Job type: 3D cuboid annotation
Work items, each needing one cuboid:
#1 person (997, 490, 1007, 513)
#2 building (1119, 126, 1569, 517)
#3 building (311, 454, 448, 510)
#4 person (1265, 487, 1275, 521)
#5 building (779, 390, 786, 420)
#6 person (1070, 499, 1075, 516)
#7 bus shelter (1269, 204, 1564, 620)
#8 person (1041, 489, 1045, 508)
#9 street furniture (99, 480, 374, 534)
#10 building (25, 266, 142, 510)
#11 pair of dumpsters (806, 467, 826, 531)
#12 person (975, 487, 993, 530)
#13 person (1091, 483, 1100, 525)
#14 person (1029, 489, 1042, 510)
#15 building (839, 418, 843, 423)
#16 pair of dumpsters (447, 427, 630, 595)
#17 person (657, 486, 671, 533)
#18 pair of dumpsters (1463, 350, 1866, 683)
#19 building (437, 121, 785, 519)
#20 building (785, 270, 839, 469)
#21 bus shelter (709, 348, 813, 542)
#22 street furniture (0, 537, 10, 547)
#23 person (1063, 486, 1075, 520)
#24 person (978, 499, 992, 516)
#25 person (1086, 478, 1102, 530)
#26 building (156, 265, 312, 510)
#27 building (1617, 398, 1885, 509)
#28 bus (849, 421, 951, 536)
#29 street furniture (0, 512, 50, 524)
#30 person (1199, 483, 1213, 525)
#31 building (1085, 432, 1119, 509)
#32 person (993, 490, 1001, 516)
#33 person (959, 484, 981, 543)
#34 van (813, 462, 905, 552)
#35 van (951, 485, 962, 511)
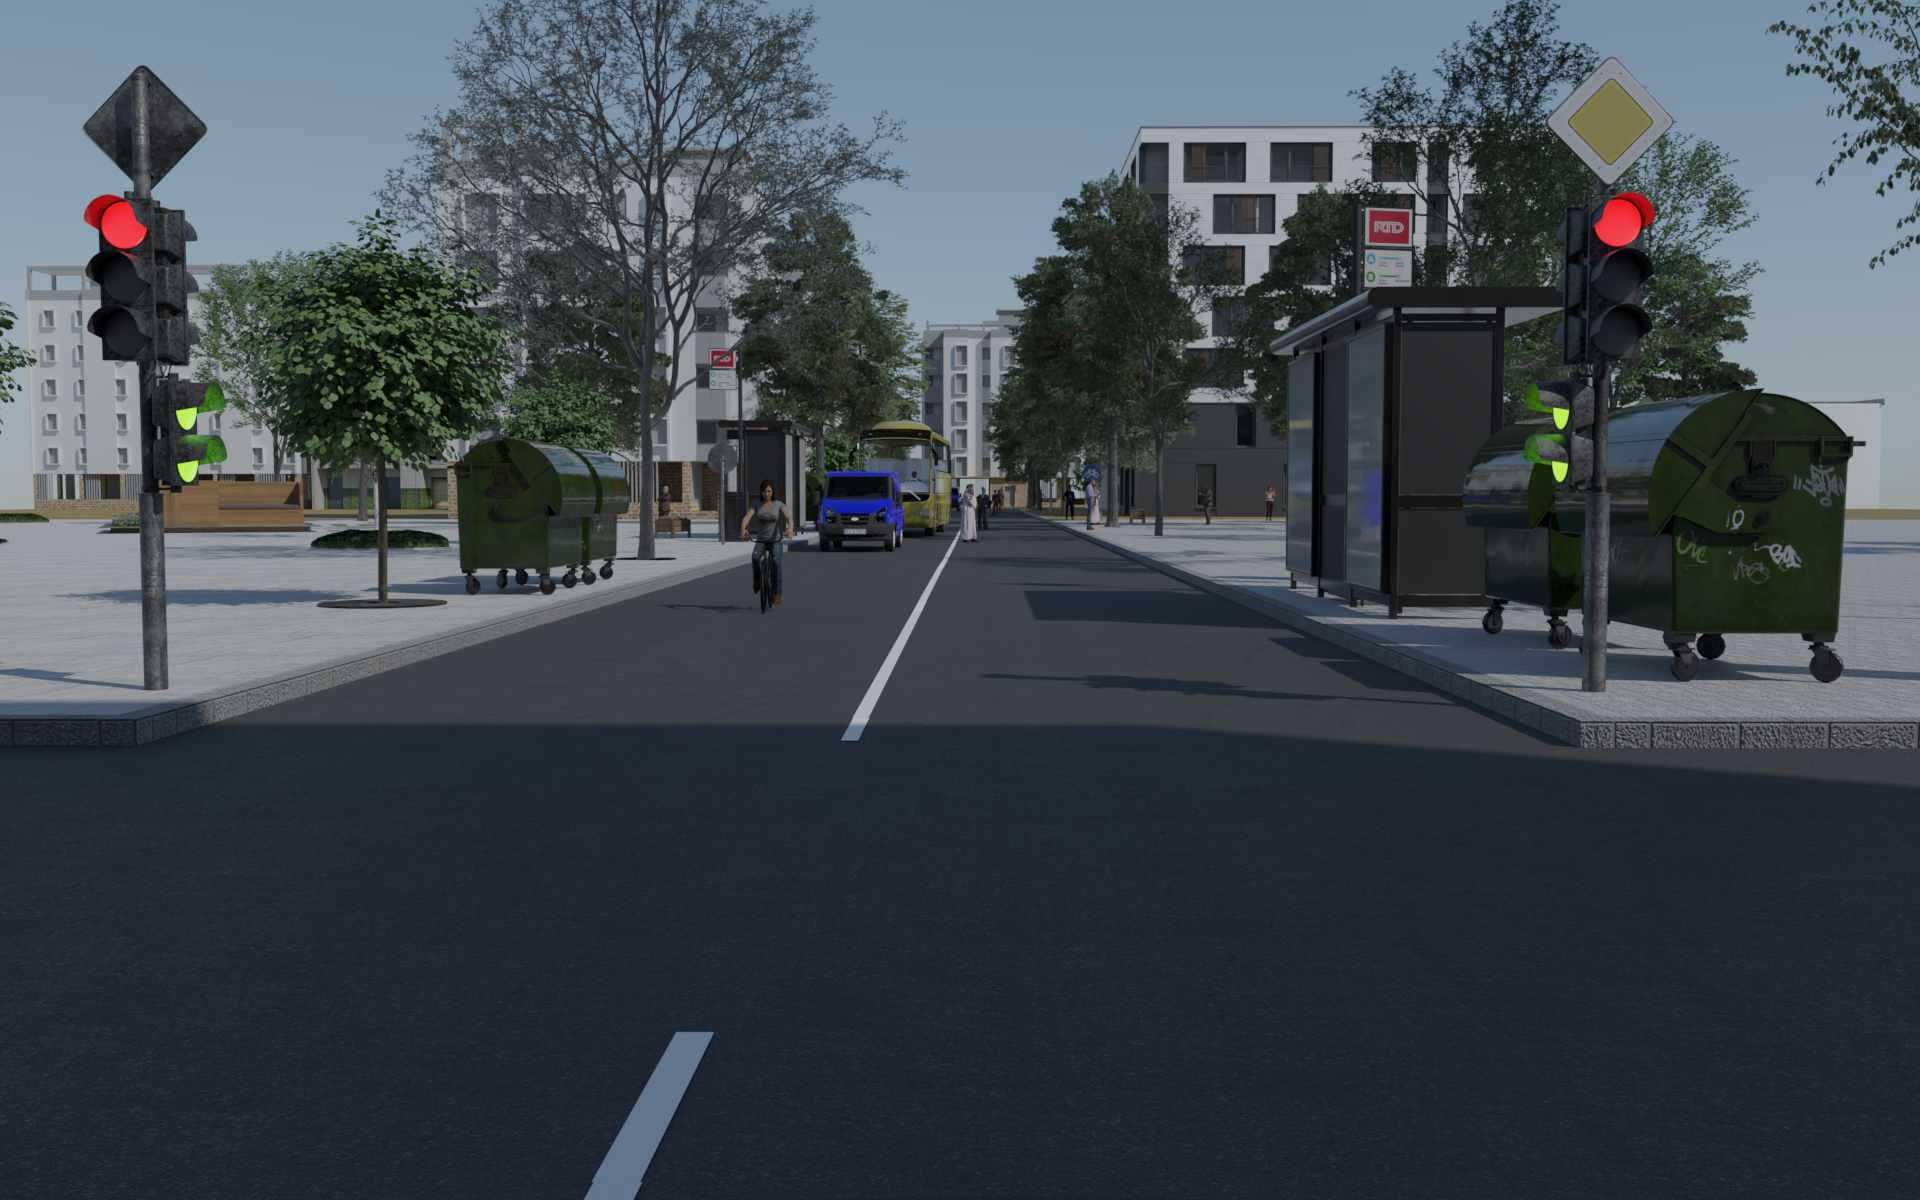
[{"bbox_3d":[2.978,-7.514,132.035,1.217,1.739,0.721,-1,4,-17],"label":"person"},{"bbox_3d":[24.156,-16.438,112.733,27.936,21.610,32.646,0,4,1],"label":"building"},{"bbox_3d":[-37.391,-17.339,149.955,31.486,18.905,16.747,0,4,1],"label":"building"},{"bbox_3d":[14.960,-4.647,83.479,0.517,1.644,0.566,2,4,32],"label":"person"},{"bbox_3d":[-14.774,-10.441,112.865,9.099,9.664,28.070,0,4,1],"label":"building"},{"bbox_3d":[6.592,-5.635,101.442,0.557,1.426,1.065,0,4,1],"label":"person"},{"bbox_3d":[5.238,-2.701,21.793,2.179,5.291,8.768,0,4,1],"label":"bus shelter"},{"bbox_3d":[7.621,-9.480,161.752,0.721,1.736,1.217,3,5,39],"label":"person"},{"bbox_3d":[-26.708,-3.297,60.757,11.010,1.723,9.812,-2,4,-24],"label":"street furniture"},{"bbox_3d":[-71.046,-17.971,150.242,11.380,20.091,16.016,0,4,1],"label":"building"},{"bbox_3d":[-5.453,-3.636,61.934,1.574,2.255,4.436,0,4,1],"label":"pair of dumpsters"},{"bbox_3d":[0.794,-3.708,69.936,0.742,1.727,0.445,-1,4,-19],"label":"person"},{"bbox_3d":[5.581,-3.963,71.502,0.621,1.740,0.551,-2,4,-30],"label":"person"},{"bbox_3d":[6.145,-8.234,141.195,1.217,1.766,0.721,2,4,26],"label":"person"},{"bbox_3d":[-15.429,-17.943,149.781,11.380,20.091,16.016,0,4,1],"label":"building"},{"bbox_3d":[-5.742,-1.310,23.904,1.574,2.255,4.436,0,4,1],"label":"pair of dumpsters"},{"bbox_3d":[-9.826,-3.012,57.566,0.482,1.546,0.388,2,4,29],"label":"person"},{"bbox_3d":[5.388,-0.690,13.769,1.574,2.255,4.436,0,4,1],"label":"pair of dumpsters"},{"bbox_3d":[-18.219,-14.453,92.734,16.016,20.091,11.380,0,4,1],"label":"building"},{"bbox_3d":[-17.944,-16.878,132.368,16.016,20.091,11.380,0,4,1],"label":"building"},{"bbox_3d":[-5.792,-4.452,50.420,2.179,5.291,8.768,0,4,1],"label":"bus shelter"},{"bbox_3d":[-35.072,-1.818,34.758,27.439,1.986,14.083,-2,4,-25],"label":"street furniture"},{"bbox_3d":[5.477,-4.883,86.583,0.576,1.737,0.504,-1,4,-16],"label":"person"},{"bbox_3d":[1.622,-6.108,111.551,0.799,1.438,0.628,-1,4,-17],"label":"person"},{"bbox_3d":[4.769,-3.411,61.680,0.599,1.838,0.709,0,4,4],"label":"person"},{"bbox_3d":[-59.673,-17.931,149.597,11.380,20.091,16.016,0,4,1],"label":"building"},{"bbox_3d":[66.943,-12.889,152.885,28.070,9.664,9.099,0,4,1],"label":"building"},{"bbox_3d":[-1.870,-4.303,61.895,2.896,3.916,12.252,0,4,3],"label":"bus"},{"bbox_3d":[-43.922,-3.524,73.245,5.734,0.657,10.072,2,4,26],"label":"street furniture"},{"bbox_3d":[10.328,-4.042,72.811,0.600,1.739,0.565,-2,4,-26],"label":"person"},{"bbox_3d":[15.644,-12.337,143.864,9.099,9.664,28.070,0,4,1],"label":"building"},{"bbox_3d":[2.376,-6.414,114.178,0.445,1.727,0.742,3,4,38],"label":"person"},{"bbox_3d":[0.290,-2.562,51.049,0.621,1.740,0.551,0,4,5],"label":"person"},{"bbox_3d":[-2.518,-2.472,44.806,2.240,2.365,5.245,0,4,1],"label":"van"},{"bbox_3d":[-0.922,-8.623,145.369,2.240,2.365,5.245,0,4,2],"label":"van"}]
